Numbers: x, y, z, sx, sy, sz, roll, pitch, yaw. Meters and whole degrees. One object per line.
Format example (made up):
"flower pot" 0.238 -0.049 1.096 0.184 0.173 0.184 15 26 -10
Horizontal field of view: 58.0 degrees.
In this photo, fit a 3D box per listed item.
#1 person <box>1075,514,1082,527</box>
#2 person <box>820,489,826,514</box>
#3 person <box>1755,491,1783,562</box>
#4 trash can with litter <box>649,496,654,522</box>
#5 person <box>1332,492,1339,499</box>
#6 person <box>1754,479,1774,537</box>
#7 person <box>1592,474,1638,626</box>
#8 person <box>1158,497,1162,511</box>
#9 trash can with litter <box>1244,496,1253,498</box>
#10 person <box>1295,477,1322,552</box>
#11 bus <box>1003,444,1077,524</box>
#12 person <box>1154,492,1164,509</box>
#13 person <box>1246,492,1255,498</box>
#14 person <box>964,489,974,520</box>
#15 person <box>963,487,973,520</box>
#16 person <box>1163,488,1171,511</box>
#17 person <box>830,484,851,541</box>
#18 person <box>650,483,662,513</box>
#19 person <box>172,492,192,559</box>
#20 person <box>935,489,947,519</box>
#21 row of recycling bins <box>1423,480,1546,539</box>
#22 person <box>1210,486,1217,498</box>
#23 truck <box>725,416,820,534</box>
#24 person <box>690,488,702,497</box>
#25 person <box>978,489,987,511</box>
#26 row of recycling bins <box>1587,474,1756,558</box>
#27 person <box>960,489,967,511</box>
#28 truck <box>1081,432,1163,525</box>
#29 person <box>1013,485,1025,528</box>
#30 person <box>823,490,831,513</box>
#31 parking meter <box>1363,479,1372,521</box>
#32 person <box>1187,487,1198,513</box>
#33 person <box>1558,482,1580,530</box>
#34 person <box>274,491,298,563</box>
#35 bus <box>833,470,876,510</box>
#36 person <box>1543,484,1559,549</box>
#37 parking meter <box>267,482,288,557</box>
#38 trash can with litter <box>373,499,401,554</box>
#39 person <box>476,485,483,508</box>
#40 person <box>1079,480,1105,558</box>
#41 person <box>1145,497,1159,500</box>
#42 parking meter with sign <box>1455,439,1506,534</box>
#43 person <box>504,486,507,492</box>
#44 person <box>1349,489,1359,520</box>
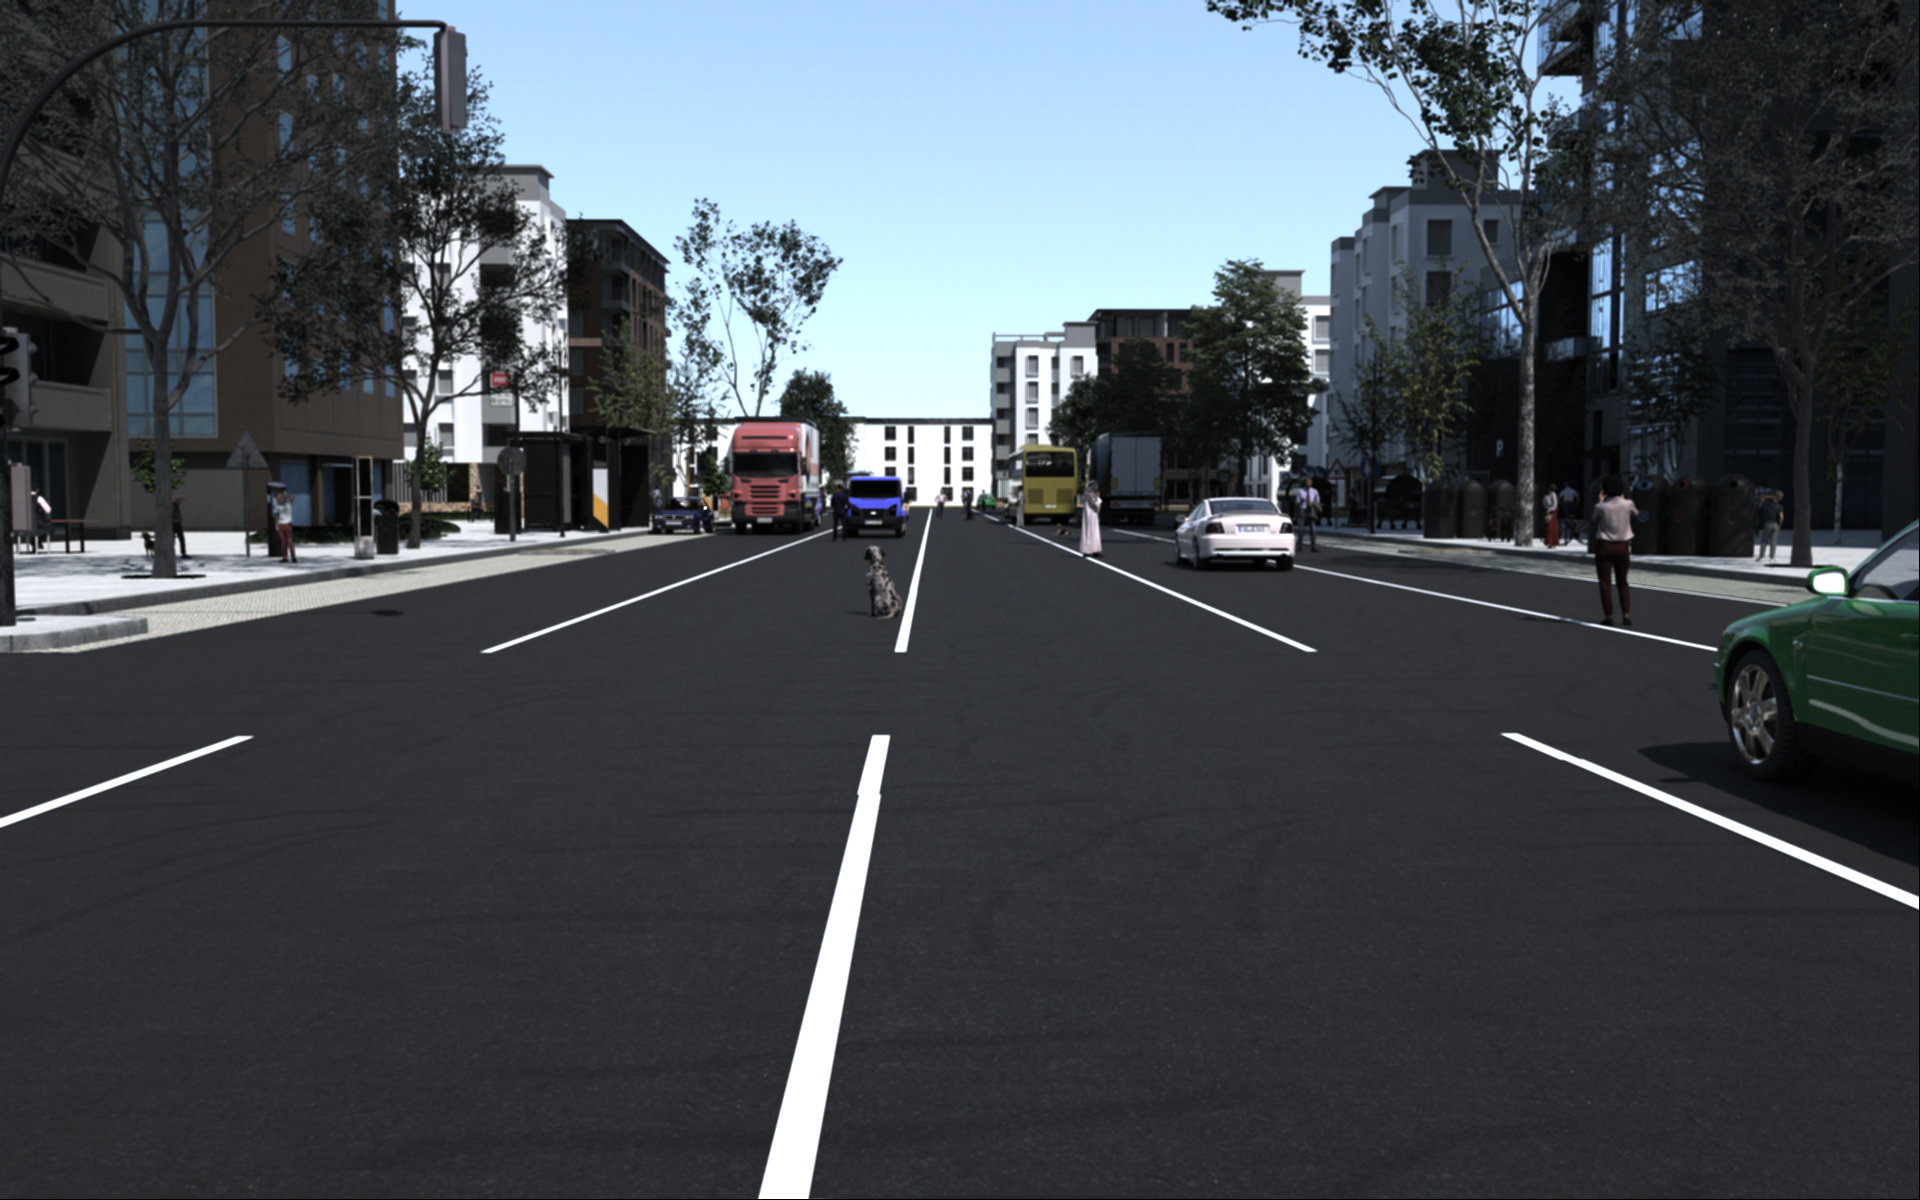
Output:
"person" 5.228 -3.461 75.563 0.357 0.543 0.381 -1 4 -22
"person" -9.733 -6.881 121.456 0.683 1.767 0.568 0 4 1
"person" 15.306 -1.394 32.745 0.435 1.345 0.340 1 4 17
"trash can with litter" -14.612 -4.287 81.155 2.233 1.210 1.678 2 4 29
"person" 23.061 -6.265 108.437 1.348 1.831 0.705 1 4 17
"person" 23.776 -2.727 51.360 0.841 1.734 0.376 3 4 36
"person" 7.130 -0.549 18.942 0.566 1.644 0.517 -3 5 -39
"person" 15.346 -7.569 133.049 0.557 1.426 1.065 1 4 14
"trash can with litter" 13.944 -4.337 81.965 2.233 1.210 1.678 2 4 29
"person" 8.535 -2.087 42.495 0.709 1.838 0.599 0 4 5
"bus" 3.894 -5.701 84.761 2.896 3.916 12.252 0 4 -2
"person" 16.796 -8.517 145.312 1.348 1.823 0.705 3 5 39
"person" 20.842 -7.045 124.414 0.628 1.438 0.799 1 4 13
"person" 0.485 -5.181 94.134 0.530 1.710 0.541 -1 4 -9
"person" 0.457 -5.326 95.558 0.705 1.826 1.348 -1 4 -20
"person" 15.467 -7.490 128.946 0.568 1.767 0.683 2 4 25
"person" -3.670 -2.672 52.897 0.576 1.737 0.504 -1 4 -18
"person" -12.753 -4.040 72.815 0.376 1.734 0.841 -2 4 -27
"person" -15.516 -1.491 34.327 0.340 1.345 0.435 2 4 29
"person" -1.078 -5.522 99.719 0.756 1.711 0.436 -1 4 -11
"row of recycling bins" 15.180 -2.623 49.999 3.534 1.692 1.069 0 4 -6
"person" 14.066 -5.457 96.184 0.530 1.710 0.541 0 4 2
"truck" -6.843 -4.642 64.804 2.839 4.237 11.283 0 4 -1
"person" -19.148 -7.307 126.240 1.217 1.735 0.721 -2 4 -24
"person" 1.989 -8.533 147.995 0.705 1.826 1.348 2 4 34
"row of recycling bins" 14.848 -1.782 36.253 1.069 1.692 3.534 -3 5 -42
"person" 0.232 -8.185 142.189 0.599 1.838 0.709 -1 4 -12
"truck" 7.765 -5.807 83.862 2.839 4.237 11.283 0 4 -2
"person" 2.523 -3.999 74.037 0.789 1.805 0.875 1 4 21
"person" -10.194 -7.429 130.672 0.721 1.736 1.217 3 4 38
"parking meter" 16.006 -3.812 68.044 0.255 1.863 0.399 2 4 26
"person" 16.032 -6.917 119.578 0.683 1.767 0.568 -1 4 -21
"person" 21.473 -3.314 61.159 0.756 1.711 0.436 1 4 12
"person" -12.589 -1.370 32.352 0.435 1.345 0.340 -1 4 -8
"bus" -7.757 -8.306 130.664 2.948 3.499 13.247 0 4 -1
"person" 13.940 -1.977 40.828 0.387 1.526 0.523 0 4 6
"parking meter" -13.895 -1.642 35.253 0.372 1.533 0.369 0 3 0
"trash can with litter" -12.280 -1.567 37.011 0.624 1.170 1.055 -1 4 -14
"person" -24.905 -5.090 90.067 0.742 1.727 0.445 3 5 43
"person" 2.986 -1.825 39.000 0.621 1.740 0.551 0 4 -4
"person" 15.220 -8.004 137.694 1.217 1.735 0.721 2 4 30
"parking meter with sign" 16.464 -3.610 55.284 1.738 3.016 0.543 0 4 -8
"person" -17.658 -3.633 67.398 0.963 1.587 0.435 2 4 31
"person" 18.482 -4.452 81.294 0.387 1.526 0.523 2 4 31
